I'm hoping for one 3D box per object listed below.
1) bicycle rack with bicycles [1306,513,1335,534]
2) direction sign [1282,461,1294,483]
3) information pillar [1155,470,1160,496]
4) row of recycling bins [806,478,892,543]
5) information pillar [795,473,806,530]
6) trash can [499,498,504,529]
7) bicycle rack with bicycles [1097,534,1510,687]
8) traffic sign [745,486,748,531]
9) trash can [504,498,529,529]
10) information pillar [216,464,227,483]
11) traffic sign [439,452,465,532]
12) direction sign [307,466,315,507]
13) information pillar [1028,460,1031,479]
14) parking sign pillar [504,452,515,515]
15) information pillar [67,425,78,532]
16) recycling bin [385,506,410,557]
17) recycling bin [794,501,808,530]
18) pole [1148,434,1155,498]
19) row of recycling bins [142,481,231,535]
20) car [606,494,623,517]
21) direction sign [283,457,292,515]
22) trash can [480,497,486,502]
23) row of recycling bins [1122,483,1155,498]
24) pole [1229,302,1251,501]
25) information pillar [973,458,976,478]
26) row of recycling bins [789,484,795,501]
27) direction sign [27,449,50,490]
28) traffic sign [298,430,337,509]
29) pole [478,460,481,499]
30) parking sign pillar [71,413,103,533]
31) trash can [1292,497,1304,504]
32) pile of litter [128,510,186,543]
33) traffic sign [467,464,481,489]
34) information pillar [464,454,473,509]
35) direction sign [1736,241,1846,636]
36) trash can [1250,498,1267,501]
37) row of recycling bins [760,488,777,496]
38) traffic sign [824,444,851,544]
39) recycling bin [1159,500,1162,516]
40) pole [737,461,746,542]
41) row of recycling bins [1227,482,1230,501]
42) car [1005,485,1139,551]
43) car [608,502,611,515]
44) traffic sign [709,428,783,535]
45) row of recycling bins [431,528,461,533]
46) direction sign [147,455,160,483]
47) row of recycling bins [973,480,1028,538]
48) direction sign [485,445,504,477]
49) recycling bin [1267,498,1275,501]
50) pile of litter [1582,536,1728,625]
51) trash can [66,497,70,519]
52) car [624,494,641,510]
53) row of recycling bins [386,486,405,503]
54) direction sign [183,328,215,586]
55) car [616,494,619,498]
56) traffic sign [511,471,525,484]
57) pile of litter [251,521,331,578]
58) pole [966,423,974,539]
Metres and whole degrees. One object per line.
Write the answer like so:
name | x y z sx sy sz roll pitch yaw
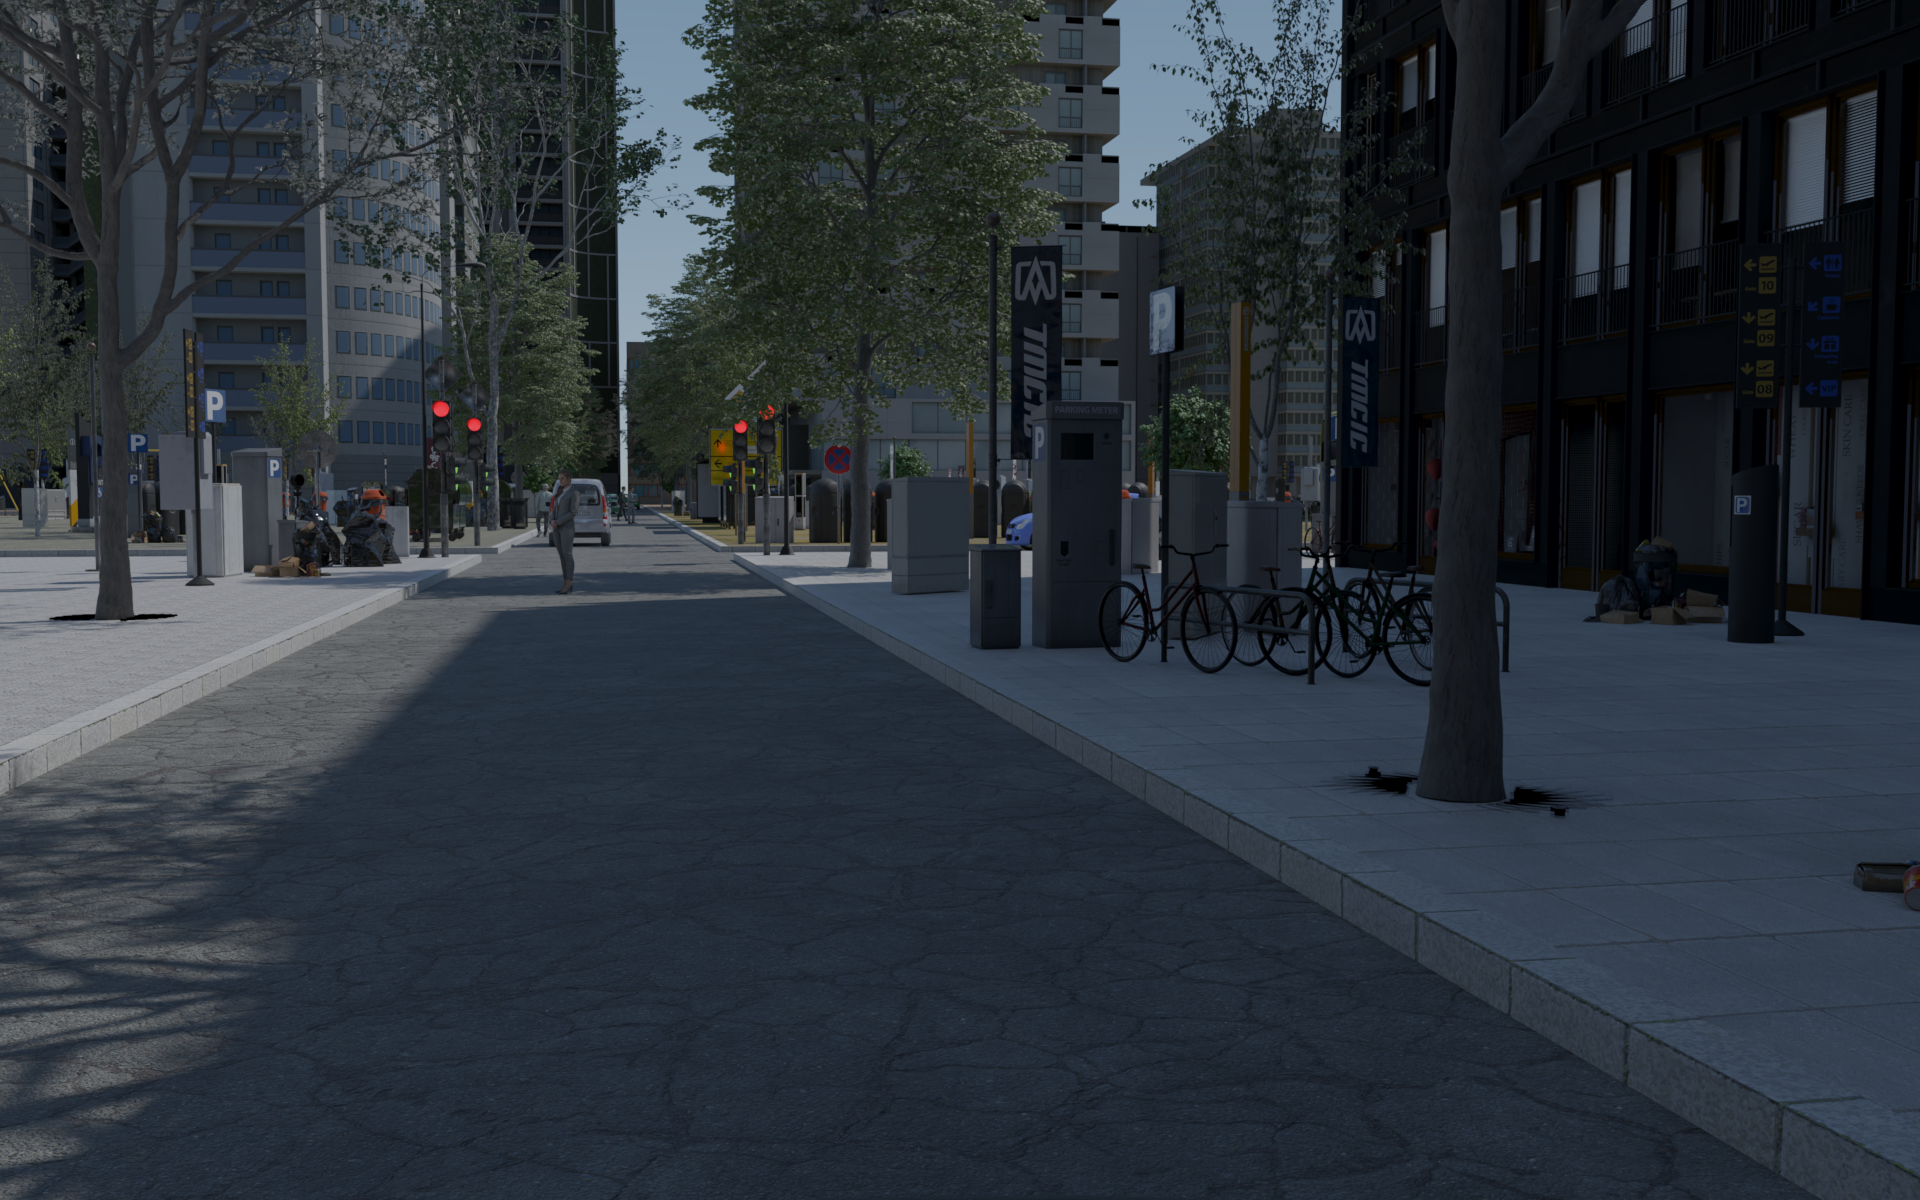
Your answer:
bicycle rack with bicycles | 8.425 -1.265 34.068 2.852 0.926 2.925 -1 4 -14
direction sign | 22.517 -7.766 118.977 0.876 3.537 0.379 -1 4 -12
information pillar | 12.961 -7.488 113.788 0.183 3.616 0.504 2 4 34
row of recycling bins | -2.287 -2.391 46.207 3.534 1.692 1.069 -2 4 -24
information pillar | -5.660 -3.481 61.412 0.304 2.012 0.304 1 4 14
trash can | -16.820 -3.226 64.403 0.748 1.137 0.748 0 3 0
bicycle rack with bicycles | 2.701 0.046 12.631 2.852 0.926 2.925 -2 4 -26
traffic sign | -7.365 -3.652 59.708 0.884 2.594 0.081 0 4 -4
trash can | -16.117 -3.162 63.345 0.748 1.137 0.748 0 3 0
information pillar | -18.340 -2.349 42.893 0.304 2.012 0.304 0 4 -5
traffic sign | -15.365 -3.198 52.396 0.768 2.556 0.104 0 4 -5
direction sign | -31.424 -5.631 84.070 0.379 3.537 0.876 1 4 10
information pillar | 4.459 -7.344 111.435 0.183 3.616 0.504 -1 4 -15
parking sign pillar | -28.089 -7.232 106.718 1.447 3.967 1.447 -1 4 -18
information pillar | -30.243 -4.147 59.150 0.183 3.616 0.504 1 4 18
recycling bin | -11.705 -1.392 35.309 0.722 1.027 0.722 -3 5 -40
recycling bin | -6.085 -3.058 62.557 0.722 1.027 0.722 1 4 21
pole | 5.965 -3.681 54.033 0.158 3.312 0.155 0 3 0
row of recycling bins | -24.643 -2.889 54.352 1.069 1.692 3.534 1 4 19
car | -22.263 -5.961 109.267 2.131 1.459 4.920 -1 4 -13
direction sign | -40.968 -6.946 105.557 0.379 3.537 0.876 1 4 8
trash can | -21.652 -4.101 78.712 0.748 1.137 0.748 0 3 0
row of recycling bins | 5.852 -3.440 63.351 1.069 1.692 3.534 -1 4 -22
pole | 3.000 -1.513 18.574 0.158 3.312 0.155 0 3 0
information pillar | 0.835 -7.333 111.250 0.183 3.616 0.504 3 5 44
row of recycling bins | -5.528 -3.889 70.692 3.534 1.692 1.069 2 4 28
direction sign | -46.224 -5.800 86.825 0.876 3.537 0.379 -2 4 -29
traffic sign | -12.775 -2.101 34.460 0.768 2.556 0.104 0 4 -6
pole | -26.388 -6.183 94.929 0.158 3.312 0.155 0 3 0
parking sign pillar | -29.085 -4.259 58.112 1.447 3.967 1.447 0 4 3
trash can | 19.036 -5.252 97.529 0.748 1.137 0.748 0 3 0
pile of litter | -21.281 -1.935 45.605 1.719 0.858 1.176 -1 4 -11
traffic sign | -19.709 -4.333 70.852 0.884 2.594 0.081 0 4 -8
information pillar | -26.189 -6.177 92.341 0.504 3.616 0.183 1 4 19
direction sign | 7.492 -1.449 15.685 0.876 3.537 0.379 1 4 12
trash can | 9.847 -2.817 57.715 0.748 1.137 0.748 0 3 0
row of recycling bins | -10.888 -6.133 107.383 3.534 1.692 1.069 1 4 19
traffic sign | -3.118 -2.720 44.570 0.768 2.556 0.104 -1 4 -8
recycling bin | 8.097 -3.697 73.000 0.722 1.027 0.722 0 4 -6
pole | -5.843 -3.207 46.277 0.158 3.312 0.155 0 3 0
row of recycling bins | 8.980 -3.400 62.698 1.069 1.692 3.534 -2 4 -25
car | 2.981 -2.058 43.238 3.694 1.707 1.945 -1 4 -11
car | -18.176 -4.502 85.606 2.014 1.417 4.499 -1 4 -13
traffic sign | -6.650 -3.669 53.866 2.265 3.308 0.079 -1 4 -9
row of recycling bins | -17.245 -3.119 58.111 1.069 1.692 3.534 -1 4 -18
direction sign | -47.106 -6.695 101.453 0.876 3.537 0.379 0 4 -4
row of recycling bins | 1.194 -2.692 51.123 3.534 1.692 1.069 0 4 4
direction sign | -21.614 -5.414 80.520 0.876 3.537 0.379 0 4 6
recycling bin | 22.359 -6.832 124.252 0.722 1.027 0.722 0 4 4
pile of litter | 7.140 -0.211 17.411 1.719 0.858 1.176 1 4 11
trash can | -46.635 -4.802 90.169 0.748 1.137 0.748 0 3 0
car | -30.269 -9.174 158.791 1.959 1.807 4.718 -1 4 -11
row of recycling bins | -29.240 -5.054 89.740 1.069 1.692 3.534 -1 4 -19
direction sign | -10.661 -1.969 24.189 0.379 3.537 0.876 -1 4 -9
car | -35.390 -10.030 175.789 2.131 1.459 4.920 -1 4 -10
traffic sign | -23.918 -5.730 93.784 0.768 2.556 0.104 0 4 -5
pile of litter | -10.441 -0.799 27.027 1.176 0.858 1.719 -1 4 -18
pole | 0.280 -3.402 49.458 0.158 3.312 0.155 0 3 0
